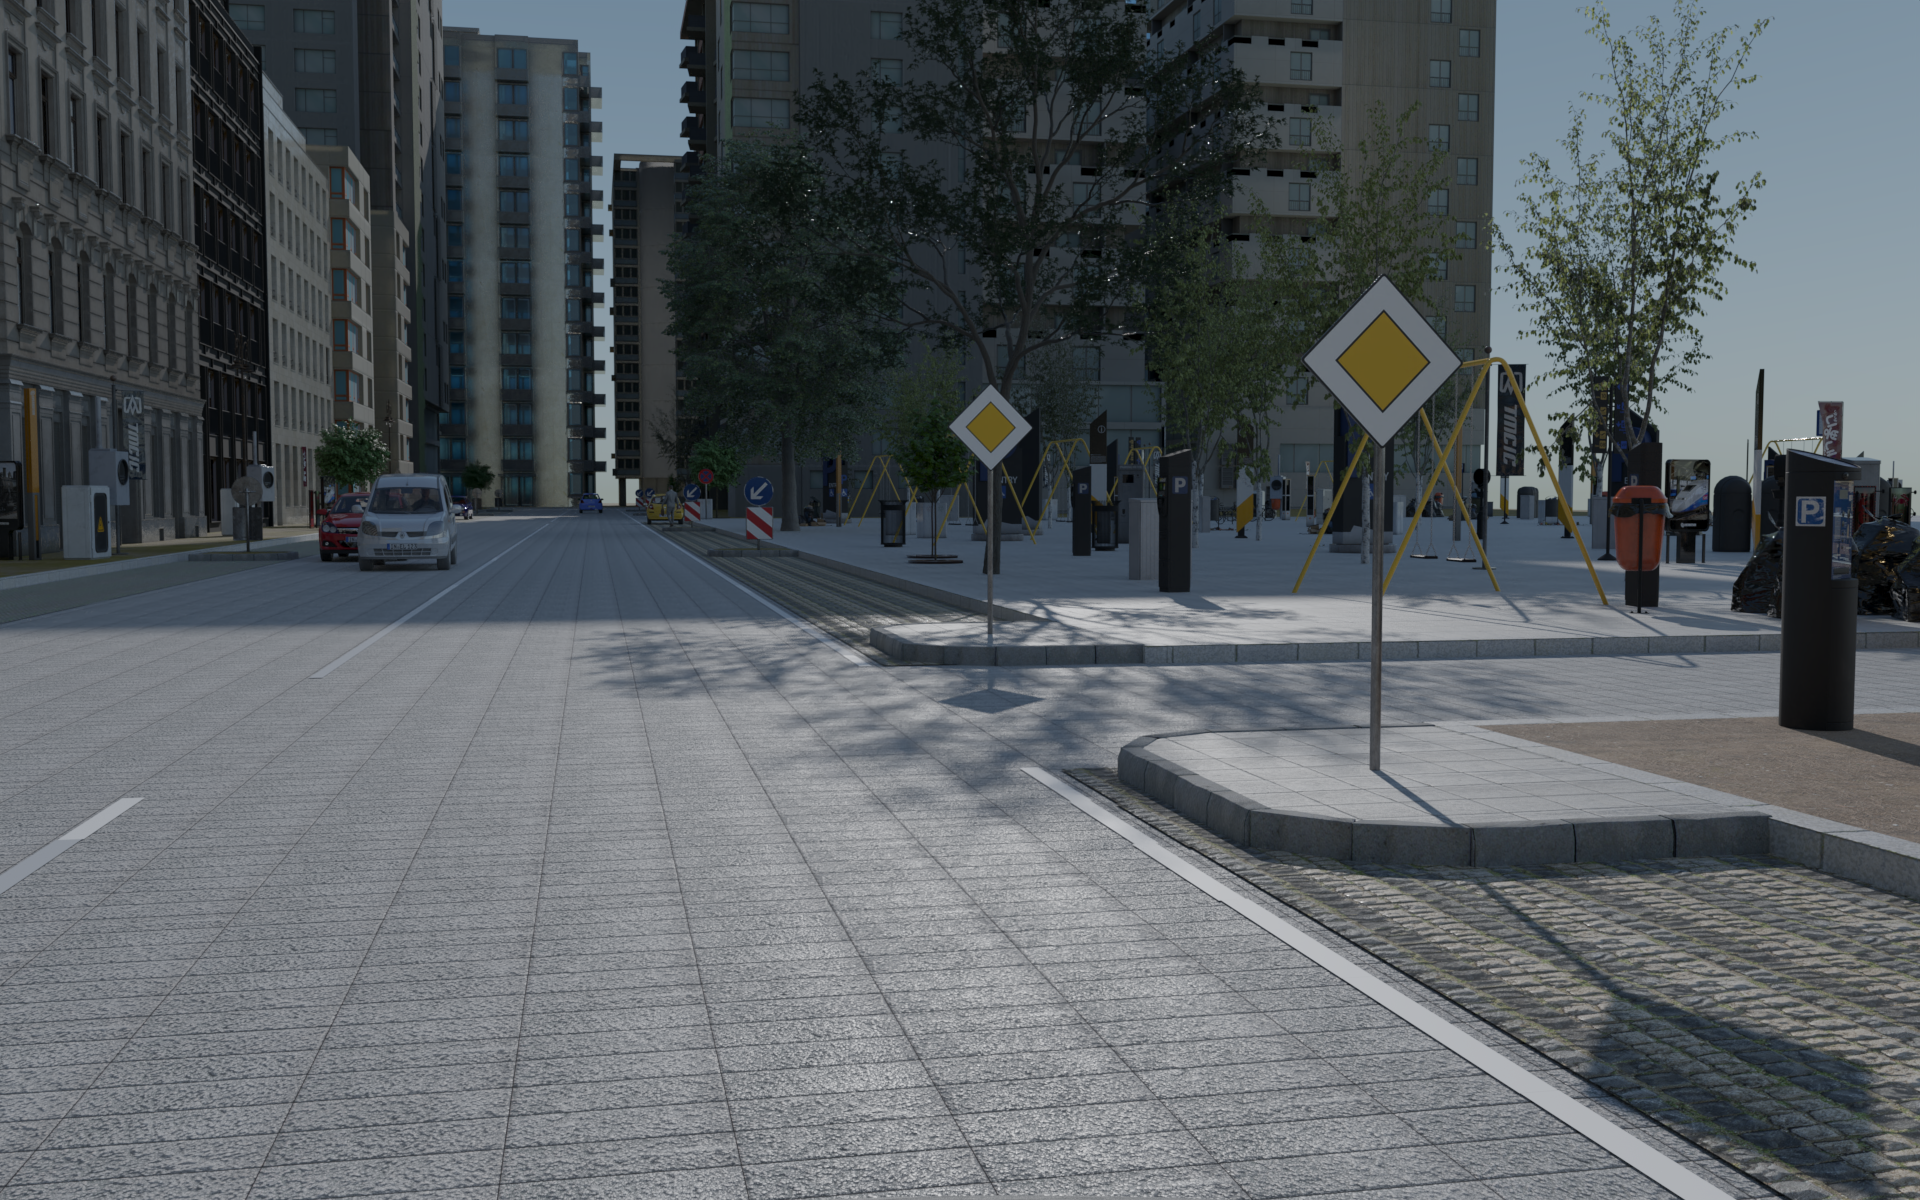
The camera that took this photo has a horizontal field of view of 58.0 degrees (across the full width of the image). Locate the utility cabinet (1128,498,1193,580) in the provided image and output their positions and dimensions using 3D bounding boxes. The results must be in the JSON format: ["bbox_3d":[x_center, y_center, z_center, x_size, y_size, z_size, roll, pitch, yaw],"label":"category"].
[{"bbox_3d":[3.032,-0.915,26.120,1.020,1.237,0.306,-2,4,-33],"label":"utility cabinet"}]

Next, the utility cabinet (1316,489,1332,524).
[{"bbox_3d":[15.442,-3.958,73.394,0.318,1.500,1.173,2,4,29],"label":"utility cabinet"}]

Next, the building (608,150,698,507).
[{"bbox_3d":[-26.179,-30.476,190.161,23.993,40.220,32.217,-1,4,-12],"label":"building"}]

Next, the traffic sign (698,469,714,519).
[{"bbox_3d":[-12.810,-5.338,87.385,0.768,2.556,0.104,0,4,-6],"label":"traffic sign"}]

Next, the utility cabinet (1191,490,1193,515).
[{"bbox_3d":[11.325,-4.820,87.486,1.173,1.500,0.318,-1,4,-18],"label":"utility cabinet"}]

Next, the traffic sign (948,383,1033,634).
[{"bbox_3d":[0.273,-0.744,15.806,0.795,2.450,0.064,-1,4,-12],"label":"traffic sign"}]

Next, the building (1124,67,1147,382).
[{"bbox_3d":[8.673,-29.273,162.200,14.086,41.232,14.154,-1,4,-12],"label":"building"}]

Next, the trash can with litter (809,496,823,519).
[{"bbox_3d":[-7.292,-4.807,89.982,1.055,1.170,0.624,1,4,16],"label":"trash can with litter"}]

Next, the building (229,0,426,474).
[{"bbox_3d":[-45.089,-26.658,119.455,14.154,41.232,14.086,-1,4,-12],"label":"building"}]

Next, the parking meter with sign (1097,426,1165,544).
[{"bbox_3d":[4.419,-2.969,44.802,1.738,3.016,0.543,1,4,9],"label":"parking meter with sign"}]

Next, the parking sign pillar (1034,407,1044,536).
[{"bbox_3d":[1.892,-4.011,54.054,1.447,3.967,1.447,1,4,16],"label":"parking sign pillar"}]

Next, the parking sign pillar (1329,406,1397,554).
[{"bbox_3d":[8.841,-3.025,37.923,1.447,3.967,1.447,-1,4,-21],"label":"parking sign pillar"}]

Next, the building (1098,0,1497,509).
[{"bbox_3d":[30.433,-34.874,159.433,27.495,52.752,28.713,-1,4,-12],"label":"building"}]

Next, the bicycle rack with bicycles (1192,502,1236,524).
[{"bbox_3d":[10.112,-3.680,73.547,2.925,0.926,2.852,-3,5,-40],"label":"bicycle rack with bicycles"}]

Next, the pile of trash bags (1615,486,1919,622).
[{"bbox_3d":[8.716,-0.528,18.391,3.447,1.369,1.912,1,4,17],"label":"pile of trash bags"}]

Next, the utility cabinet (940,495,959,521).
[{"bbox_3d":[-0.577,-4.377,82.730,1.020,1.237,0.306,1,4,10],"label":"utility cabinet"}]

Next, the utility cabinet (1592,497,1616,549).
[{"bbox_3d":[15.338,-1.794,40.496,1.020,1.237,0.306,2,4,28],"label":"utility cabinet"}]

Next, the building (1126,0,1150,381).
[{"bbox_3d":[15.827,-53.841,192.967,31.000,86.520,22.319,-1,4,-12],"label":"building"}]

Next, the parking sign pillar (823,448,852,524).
[{"bbox_3d":[-5.462,-5.341,75.802,1.447,3.967,1.447,-3,5,-40],"label":"parking sign pillar"}]

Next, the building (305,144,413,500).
[{"bbox_3d":[-46.845,-15.445,97.562,27.650,21.520,28.899,-1,4,-12],"label":"building"}]

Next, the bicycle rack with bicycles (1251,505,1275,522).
[{"bbox_3d":[13.238,-4.162,81.427,2.925,0.926,2.852,1,4,16],"label":"bicycle rack with bicycles"}]

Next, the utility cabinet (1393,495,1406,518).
[{"bbox_3d":[23.846,-5.098,94.513,1.020,1.237,0.306,-1,4,-23],"label":"utility cabinet"}]

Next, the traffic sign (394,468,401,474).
[{"bbox_3d":[-28.028,-5.284,86.402,0.884,2.594,0.081,0,4,-7],"label":"traffic sign"}]

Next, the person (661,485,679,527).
[{"bbox_3d":[-12.442,-4.020,74.352,0.709,1.813,0.853,-3,5,-39],"label":"person"}]

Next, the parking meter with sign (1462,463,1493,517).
[{"bbox_3d":[29.153,-6.200,97.632,1.738,3.016,0.543,0,4,2],"label":"parking meter with sign"}]

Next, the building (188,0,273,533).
[{"bbox_3d":[-31.452,-14.000,58.583,12.332,23.373,15.834,-1,4,-12],"label":"building"}]

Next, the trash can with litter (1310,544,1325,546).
[{"bbox_3d":[9.578,-1.894,42.032,1.678,1.210,2.233,0,4,-8],"label":"trash can with litter"}]

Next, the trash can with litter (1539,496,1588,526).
[{"bbox_3d":[24.702,-3.669,71.049,2.233,1.210,1.678,0,4,6],"label":"trash can with litter"}]

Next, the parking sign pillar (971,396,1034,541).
[{"bbox_3d":[1.027,-3.617,47.602,1.447,3.967,1.447,-1,4,-17],"label":"parking sign pillar"}]

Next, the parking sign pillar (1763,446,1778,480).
[{"bbox_3d":[45.822,-6.662,97.391,1.447,3.967,1.447,-1,4,-19],"label":"parking sign pillar"}]

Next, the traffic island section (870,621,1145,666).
[{"bbox_3d":[0.294,0.391,15.888,2.009,0.180,2.903,-1,4,-12],"label":"traffic island section"}]

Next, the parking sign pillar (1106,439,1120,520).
[{"bbox_3d":[7.176,-5.886,84.705,1.447,3.967,1.447,2,4,32],"label":"parking sign pillar"}]

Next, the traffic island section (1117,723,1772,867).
[{"bbox_3d":[1.948,0.869,8.076,2.009,0.180,2.903,-1,4,-12],"label":"traffic island section"}]

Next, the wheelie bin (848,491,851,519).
[{"bbox_3d":[-5.294,-4.275,77.810,0.980,1.594,0.693,2,4,32],"label":"wheelie bin"}]

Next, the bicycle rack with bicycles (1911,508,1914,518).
[{"bbox_3d":[48.163,-4.705,90.313,2.925,0.926,2.852,3,5,44],"label":"bicycle rack with bicycles"}]

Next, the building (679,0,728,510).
[{"bbox_3d":[-12.757,-30.321,150.376,22.147,44.769,28.867,-1,4,-12],"label":"building"}]

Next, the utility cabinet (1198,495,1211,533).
[{"bbox_3d":[8.214,-2.871,58.107,0.306,1.237,1.020,0,4,2],"label":"utility cabinet"}]

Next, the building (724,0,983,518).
[{"bbox_3d":[-6.821,-25.561,101.512,14.154,41.232,14.086,-1,4,-12],"label":"building"}]

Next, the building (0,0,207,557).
[{"bbox_3d":[-25.688,-11.824,42.477,9.793,20.994,18.267,-1,4,-12],"label":"building"}]

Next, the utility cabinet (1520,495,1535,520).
[{"bbox_3d":[28.683,-4.672,87.551,0.306,1.237,1.020,0,4,-7],"label":"utility cabinet"}]

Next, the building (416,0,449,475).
[{"bbox_3d":[-56.341,-33.730,140.727,27.495,52.752,28.713,-1,4,-12],"label":"building"}]

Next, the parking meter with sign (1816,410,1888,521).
[{"bbox_3d":[18.629,-2.420,35.823,1.738,3.016,0.543,-1,4,-11],"label":"parking meter with sign"}]

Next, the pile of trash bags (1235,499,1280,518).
[{"bbox_3d":[16.126,-5.043,92.213,1.912,1.369,3.447,-1,4,-20],"label":"pile of trash bags"}]

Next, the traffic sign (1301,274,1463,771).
[{"bbox_3d":[1.927,-0.266,7.994,0.795,2.450,0.064,-1,4,-12],"label":"traffic sign"}]

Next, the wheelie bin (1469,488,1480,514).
[{"bbox_3d":[27.767,-5.218,93.228,0.693,1.594,0.980,0,4,3],"label":"wheelie bin"}]

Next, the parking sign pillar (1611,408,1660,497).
[{"bbox_3d":[19.416,-3.754,49.850,1.447,3.967,1.447,-2,4,-34],"label":"parking sign pillar"}]

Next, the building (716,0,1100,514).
[{"bbox_3d":[-2.873,-32.665,123.314,28.713,52.752,27.495,-1,4,-12],"label":"building"}]

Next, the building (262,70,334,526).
[{"bbox_3d":[-33.882,-13.461,74.840,10.420,20.320,16.860,-1,4,-12],"label":"building"}]

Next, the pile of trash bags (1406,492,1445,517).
[{"bbox_3d":[26.138,-5.309,96.555,1.912,1.369,3.447,3,4,37],"label":"pile of trash bags"}]

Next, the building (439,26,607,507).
[{"bbox_3d":[-52.607,-34.294,180.308,30.456,49.044,23.786,-1,4,-12],"label":"building"}]
